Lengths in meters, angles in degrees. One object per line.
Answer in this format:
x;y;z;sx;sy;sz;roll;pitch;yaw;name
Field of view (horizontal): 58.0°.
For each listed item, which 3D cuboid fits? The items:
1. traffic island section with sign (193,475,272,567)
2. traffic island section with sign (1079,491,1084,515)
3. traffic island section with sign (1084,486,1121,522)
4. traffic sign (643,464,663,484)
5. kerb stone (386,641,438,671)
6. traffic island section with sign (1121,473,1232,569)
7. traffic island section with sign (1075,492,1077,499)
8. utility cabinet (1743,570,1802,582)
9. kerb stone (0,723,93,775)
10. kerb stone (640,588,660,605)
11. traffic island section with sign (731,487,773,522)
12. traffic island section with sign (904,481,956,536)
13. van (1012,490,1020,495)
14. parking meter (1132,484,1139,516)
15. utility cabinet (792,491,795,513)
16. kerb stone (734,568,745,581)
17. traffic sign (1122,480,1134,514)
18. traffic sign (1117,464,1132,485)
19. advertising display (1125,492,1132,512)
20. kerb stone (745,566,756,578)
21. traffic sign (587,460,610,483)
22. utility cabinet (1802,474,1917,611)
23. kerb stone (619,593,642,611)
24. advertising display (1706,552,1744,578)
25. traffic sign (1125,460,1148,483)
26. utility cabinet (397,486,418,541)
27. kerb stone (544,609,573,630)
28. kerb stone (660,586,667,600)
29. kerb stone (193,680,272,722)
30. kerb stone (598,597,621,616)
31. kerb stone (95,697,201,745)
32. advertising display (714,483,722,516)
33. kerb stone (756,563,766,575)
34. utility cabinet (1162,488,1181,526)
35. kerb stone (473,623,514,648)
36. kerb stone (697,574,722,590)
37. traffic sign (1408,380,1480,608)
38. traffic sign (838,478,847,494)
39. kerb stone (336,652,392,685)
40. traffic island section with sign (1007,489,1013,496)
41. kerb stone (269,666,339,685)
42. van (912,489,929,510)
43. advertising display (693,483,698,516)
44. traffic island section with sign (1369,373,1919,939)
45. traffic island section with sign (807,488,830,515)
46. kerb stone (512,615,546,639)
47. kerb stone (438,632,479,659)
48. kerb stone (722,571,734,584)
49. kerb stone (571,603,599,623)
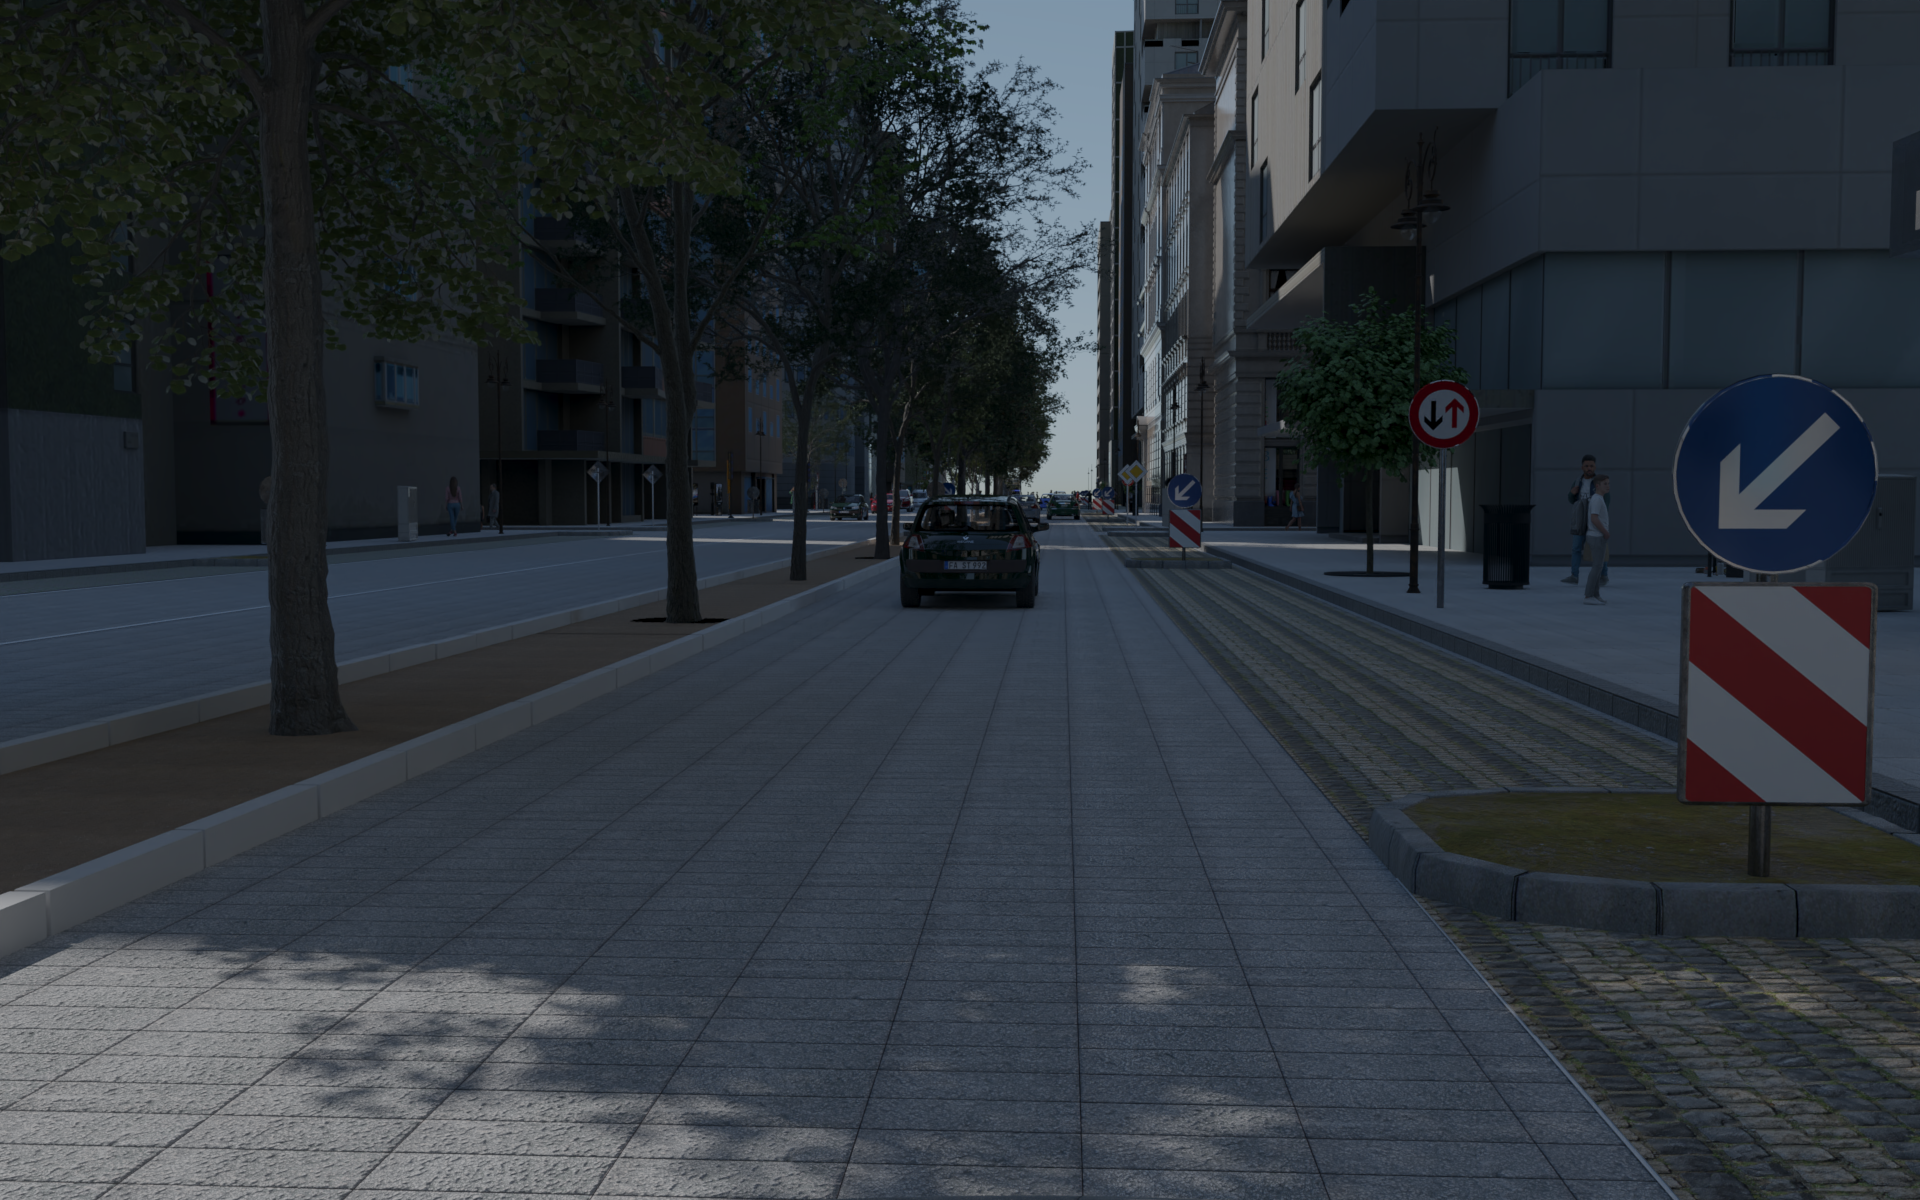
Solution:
-14.057;-1.610;34.949;1.989;1.847;2.006;0;4;3;traffic island section with sign
9.061;-6.567;115.999;1.989;1.847;2.006;0;4;3;traffic island section with sign
7.483;-4.909;88.897;1.989;1.847;2.006;0;4;3;traffic island section with sign
-12.075;-4.027;68.025;0.795;2.593;0.064;0;4;3;traffic sign
-4.600;0.477;14.390;0.120;0.150;1.000;0;4;3;kerb stone
4.242;-1.550;33.964;1.989;1.847;2.006;0;4;3;traffic island section with sign
12.017;-9.634;166.150;1.989;1.847;2.006;0;4;3;traffic island section with sign
9.722;-0.693;20.005;1.173;1.500;0.318;1;4;11;utility cabinet
-4.890;0.796;9.270;0.120;0.150;1.000;0;4;3;kerb stone
-4.113;-0.023;22.569;0.120;0.150;1.000;0;4;3;kerb stone
-10.799;-4.988;90.185;1.989;1.847;2.006;0;4;3;traffic island section with sign
-0.889;-3.152;59.672;2.006;1.907;1.989;0;4;3;traffic island section with sign
8.198;-15.644;260.156;2.240;2.365;5.245;0;4;3;van
10.392;-5.926;102.600;0.255;1.863;0.399;2;4;31;parking meter
-10.926;-6.468;114.423;0.318;1.500;1.173;0;4;-5;utility cabinet
-3.753;-0.394;28.703;0.120;0.150;1.000;0;4;3;kerb stone
10.805;-6.802;111.316;0.768;2.556;0.104;1;4;11;traffic sign
6.486;-3.959;66.917;0.795;2.593;0.064;0;4;3;traffic sign
12.470;-7.384;125.947;0.974;1.923;0.123;-2;4;-25;advertising display
-3.687;-0.461;29.728;0.120;0.150;1.000;0;4;3;kerb stone
-12.544;-3.539;60.054;0.795;2.593;0.064;0;4;3;traffic sign
9.797;-0.620;18.821;1.173;1.500;0.318;-1;4;-16;utility cabinet
-4.171;0.040;21.544;0.120;0.150;1.000;0;4;3;kerb stone
11.951;-1.302;26.503;0.974;1.923;0.123;2;4;34;advertising display
6.017;-3.471;58.946;0.795;2.593;0.064;0;4;3;traffic sign
-15.015;-2.351;47.118;0.318;1.500;1.173;0;4;-7;utility cabinet
-4.354;0.228;18.471;0.120;0.150;1.000;0;4;3;kerb stone
-4.047;-0.085;23.589;0.120;0.150;1.000;0;4;3;kerb stone
-4.776;0.665;11.317;0.120;0.150;1.000;0;4;3;kerb stone
-4.233;0.105;20.514;0.120;0.150;1.000;0;4;3;kerb stone
-4.834;0.728;10.296;0.120;0.150;1.000;0;4;3;kerb stone
-14.290;-5.948;102.456;0.123;1.923;0.974;1;4;13;advertising display
-3.630;-0.523;30.750;0.120;0.150;1.000;0;4;3;kerb stone
8.262;-3.598;67.509;0.318;1.500;1.173;-1;4;-17;utility cabinet
-4.473;0.353;16.430;0.120;0.150;1.000;0;4;3;kerb stone
-3.869;-0.273;26.661;0.120;0.150;1.000;0;4;3;kerb stone
5.406;-1.181;19.415;0.768;2.556;0.104;1;4;11;traffic sign
-9.513;-8.590;140.549;0.768;2.556;0.104;1;4;13;traffic sign
-4.658;0.541;13.365;0.120;0.150;1.000;0;4;3;kerb stone
3.959;-8.192;142.076;2.006;1.907;1.989;0;4;3;traffic island section with sign
-4.713;0.607;12.339;0.120;0.150;1.000;0;4;3;kerb stone
-3.573;-8.983;153.877;2.013;2.044;4.112;0;4;3;van
-15.737;-5.871;101.199;0.974;1.923;0.123;-3;5;-42;advertising display
2.629;0.130;6.504;1.989;1.847;2.006;0;4;3;traffic island section with sign
-9.221;-6.634;117.094;1.989;1.847;2.006;0;4;3;traffic island section with sign
-4.407;0.290;17.451;0.120;0.150;1.000;0;4;3;kerb stone
-4.529;0.422;15.410;0.120;0.150;1.000;0;4;3;kerb stone
-3.807;-0.332;27.682;0.120;0.150;1.000;0;4;3;kerb stone
-4.291;0.165;19.493;0.120;0.150;1.000;0;4;3;kerb stone
